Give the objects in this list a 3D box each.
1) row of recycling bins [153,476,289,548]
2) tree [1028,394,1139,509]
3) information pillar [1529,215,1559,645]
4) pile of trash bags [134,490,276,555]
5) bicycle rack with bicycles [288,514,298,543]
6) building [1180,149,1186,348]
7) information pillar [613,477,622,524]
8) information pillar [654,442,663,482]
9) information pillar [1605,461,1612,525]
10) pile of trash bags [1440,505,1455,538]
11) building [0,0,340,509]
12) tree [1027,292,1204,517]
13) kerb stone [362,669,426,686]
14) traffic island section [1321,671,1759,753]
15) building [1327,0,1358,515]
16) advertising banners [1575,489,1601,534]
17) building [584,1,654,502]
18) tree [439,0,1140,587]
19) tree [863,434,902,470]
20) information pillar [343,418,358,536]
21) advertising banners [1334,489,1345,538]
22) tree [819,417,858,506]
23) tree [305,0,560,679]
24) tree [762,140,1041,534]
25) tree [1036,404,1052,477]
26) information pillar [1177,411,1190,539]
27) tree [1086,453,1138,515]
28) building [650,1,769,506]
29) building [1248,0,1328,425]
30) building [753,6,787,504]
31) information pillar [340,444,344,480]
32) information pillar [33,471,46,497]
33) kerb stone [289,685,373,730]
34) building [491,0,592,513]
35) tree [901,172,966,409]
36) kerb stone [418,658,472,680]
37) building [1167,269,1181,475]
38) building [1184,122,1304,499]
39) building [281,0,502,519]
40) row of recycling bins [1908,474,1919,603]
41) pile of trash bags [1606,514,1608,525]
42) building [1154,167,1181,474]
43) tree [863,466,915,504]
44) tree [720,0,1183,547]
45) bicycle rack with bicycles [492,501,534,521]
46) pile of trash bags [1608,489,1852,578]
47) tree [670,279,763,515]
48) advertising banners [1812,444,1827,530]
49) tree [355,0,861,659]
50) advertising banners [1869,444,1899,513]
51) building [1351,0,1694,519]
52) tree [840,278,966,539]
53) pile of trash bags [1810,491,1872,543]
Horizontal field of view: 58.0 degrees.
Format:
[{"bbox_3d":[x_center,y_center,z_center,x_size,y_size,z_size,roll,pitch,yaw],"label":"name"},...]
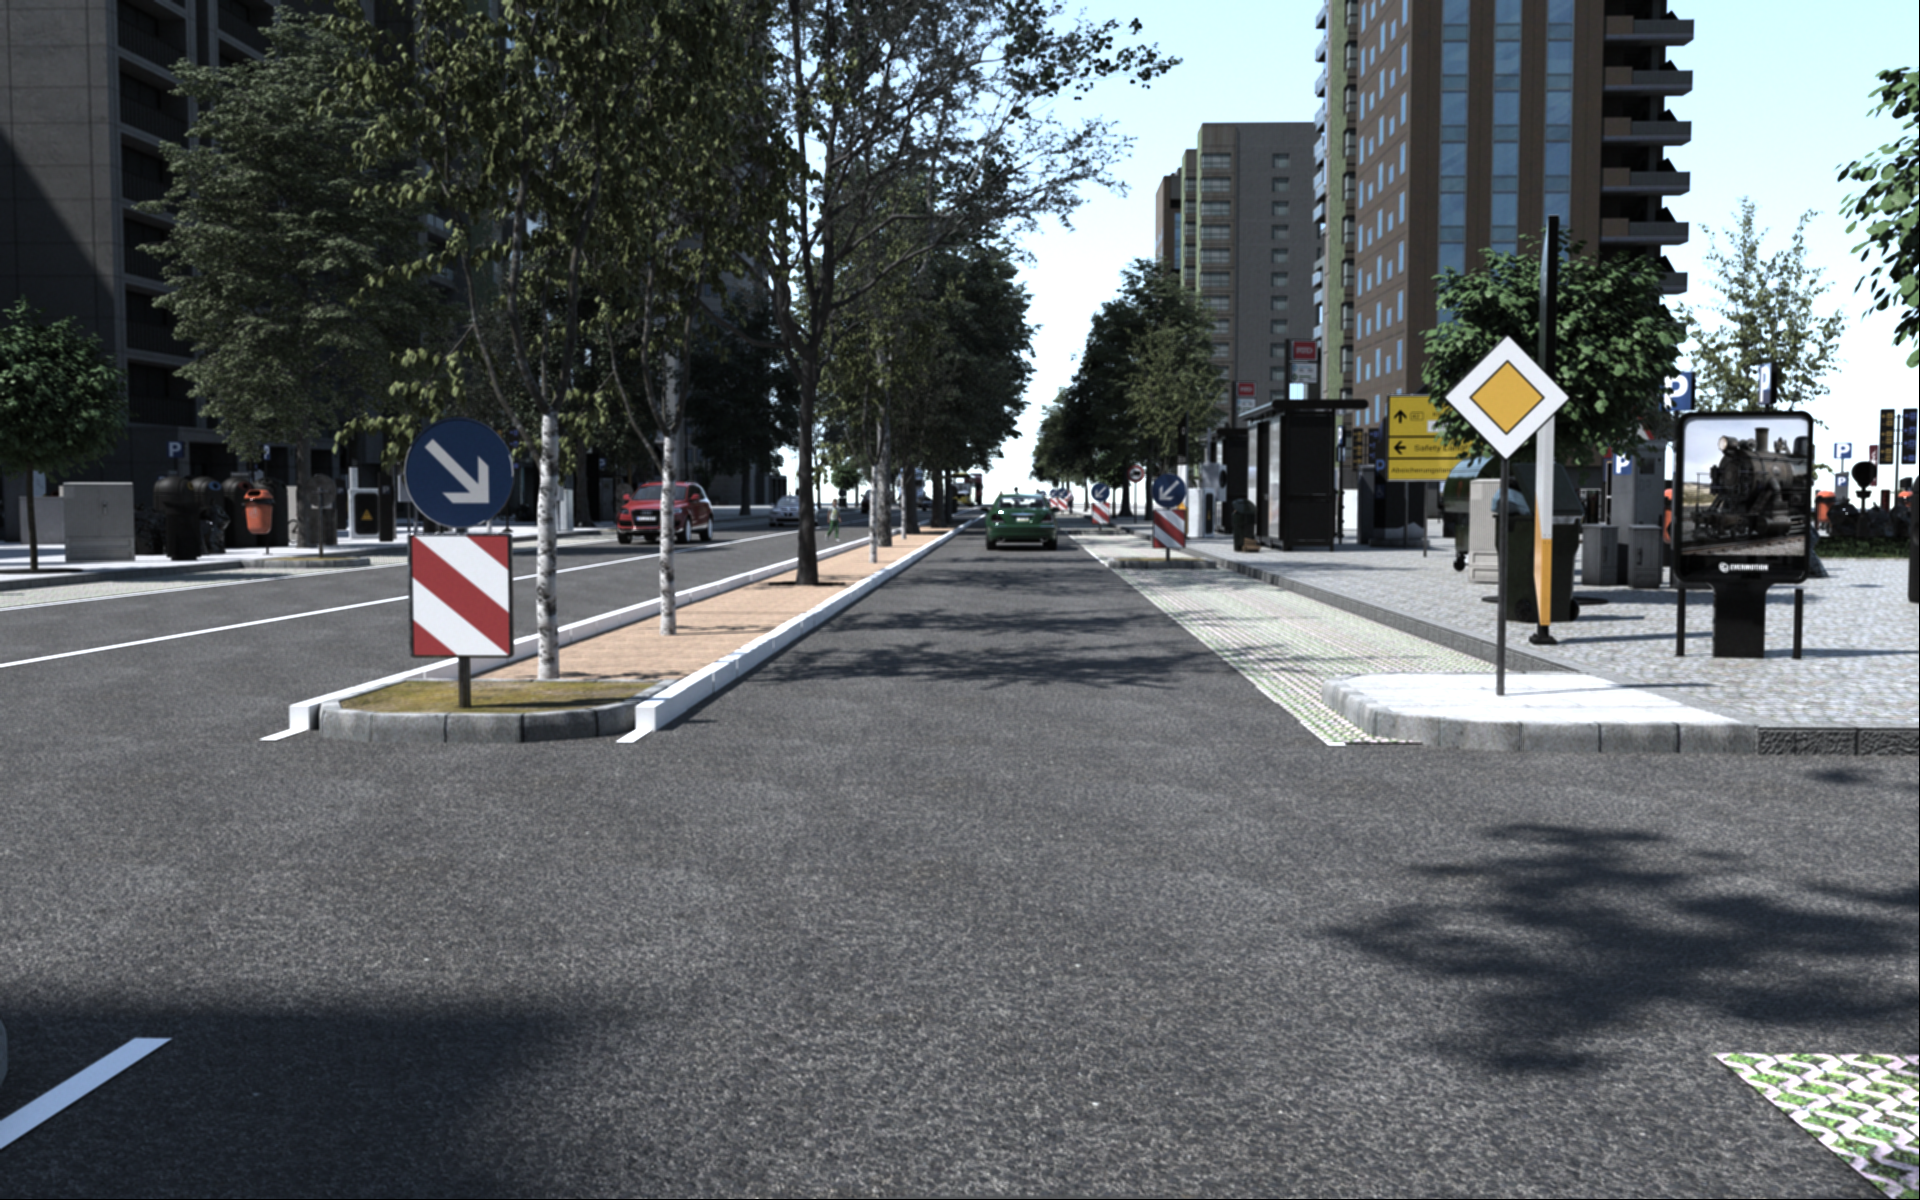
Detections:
[{"bbox_3d":[-17.625,-2.092,41.325,1.069,1.692,3.534,2,4,27],"label":"row of recycling bins"},{"bbox_3d":[10.961,-13.176,149.841,8.767,10.594,7.601,-1,4,-18],"label":"tree"},{"bbox_3d":[5.024,-1.437,14.856,0.183,3.616,0.504,1,4,11],"label":"information pillar"},{"bbox_3d":[-16.111,-1.652,36.767,3.447,1.369,1.912,1,4,12],"label":"pile of trash bags"},{"bbox_3d":[-17.887,-1.969,45.576,2.852,0.926,2.925,1,4,8],"label":"bicycle rack with bicycles"},{"bbox_3d":[33.263,-32.047,207.569,14.154,41.232,14.086,0,4,2],"label":"building"},{"bbox_3d":[-14.910,-4.340,75.456,0.304,2.012,0.304,-2,4,-34],"label":"information pillar"},{"bbox_3d":[-13.553,-5.290,77.846,0.504,3.616,0.183,3,4,36],"label":"information pillar"},{"bbox_3d":[14.682,-2.098,38.793,0.304,2.012,0.304,-1,4,-12],"label":"information pillar"},{"bbox_3d":[15.113,-2.532,51.149,1.912,1.369,3.447,0,4,-5],"label":"pile of trash bags"},{"bbox_3d":[-38.020,-38.704,71.060,20.563,71.187,20.611,0,4,2],"label":"building"},{"bbox_3d":[9.569,-11.100,98.485,9.611,12.733,9.660,0,3,0],"label":"tree"},{"bbox_3d":[-3.953,0.622,12.022,0.120,0.150,1.000,0,4,2],"label":"kerb stone"},{"bbox_3d":[3.462,0.687,11.043,2.009,0.180,2.903,0,4,2],"label":"traffic island section"},{"bbox_3d":[29.866,-25.962,108.066,14.154,41.232,14.086,0,4,2],"label":"building"},{"bbox_3d":[18.825,-3.479,53.063,2.074,3.025,0.090,-1,4,-22],"label":"advertising banners"},{"bbox_3d":[-32.992,-29.892,138.849,14.600,45.320,14.200,0,4,2],"label":"building"},{"bbox_3d":[-2.423,-6.977,26.903,12.009,13.543,11.850,0,3,0],"label":"tree"},{"bbox_3d":[-9.227,-16.346,201.675,8.767,10.594,7.601,2,4,29],"label":"tree"},{"bbox_3d":[-18.766,-3.806,53.576,0.183,3.616,0.504,0,4,3],"label":"information pillar"},{"bbox_3d":[10.988,-3.350,50.955,0.090,3.025,2.074,0,4,-3],"label":"advertising banners"},{"bbox_3d":[-11.129,-16.042,180.405,7.486,12.596,7.792,0,3,0],"label":"tree"},{"bbox_3d":[-3.045,-3.660,12.663,4.737,8.622,4.395,0,3,0],"label":"tree"},{"bbox_3d":[-1.766,-9.332,61.686,9.857,13.997,8.962,0,3,0],"label":"tree"},{"bbox_3d":[11.215,-16.068,180.841,7.486,12.596,7.792,0,3,0],"label":"tree"},{"bbox_3d":[6.323,-3.531,49.079,0.183,3.616,0.504,-2,4,-23],"label":"information pillar"},{"bbox_3d":[9.684,-7.632,108.502,4.285,4.588,4.351,0,3,0],"label":"tree"},{"bbox_3d":[-34.451,-40.131,198.148,21.231,58.520,28.212,0,4,2],"label":"building"},{"bbox_3d":[35.165,-49.963,129.573,22.319,86.520,31.000,0,4,2],"label":"building"},{"bbox_3d":[-33.160,-47.953,222.287,20.563,71.187,20.611,0,4,2],"label":"building"},{"bbox_3d":[-26.002,-5.001,73.115,0.504,3.616,0.183,3,5,44],"label":"information pillar"},{"bbox_3d":[-30.534,-4.033,57.294,0.183,3.616,0.504,3,5,41],"label":"information pillar"},{"bbox_3d":[-3.989,0.685,10.997,0.120,0.150,1.000,0,4,2],"label":"kerb stone"},{"bbox_3d":[-38.032,-30.397,116.603,23.786,49.044,30.456,0,4,2],"label":"building"},{"bbox_3d":[-1.826,-5.071,35.724,4.737,8.622,4.395,0,3,0],"label":"tree"},{"bbox_3d":[-3.916,0.560,13.051,0.120,0.150,1.000,0,4,2],"label":"kerb stone"},{"bbox_3d":[33.307,-27.550,222.151,14.160,30.474,14.107,0,4,2],"label":"building"},{"bbox_3d":[33.182,-31.186,193.478,14.154,41.232,14.086,0,4,2],"label":"building"},{"bbox_3d":[-34.207,-25.114,94.211,14.154,41.232,14.086,0,4,2],"label":"building"},{"bbox_3d":[12.900,-0.777,19.825,3.534,1.692,1.069,1,4,21],"label":"row of recycling bins"},{"bbox_3d":[13.680,-1.392,32.510,1.912,1.369,3.447,-2,4,-32],"label":"pile of trash bags"},{"bbox_3d":[34.034,-35.889,236.899,14.600,45.320,14.200,0,4,2],"label":"building"},{"bbox_3d":[-9.061,-19.412,234.397,9.611,12.733,9.660,0,3,0],"label":"tree"},{"bbox_3d":[-0.868,-11.437,45.349,12.611,20.169,13.585,0,3,0],"label":"tree"},{"bbox_3d":[-21.877,-4.378,84.955,2.925,0.926,2.852,0,4,-2],"label":"bicycle rack with bicycles"},{"bbox_3d":[12.182,-1.096,27.667,1.912,1.369,3.447,-1,4,-9],"label":"pile of trash bags"},{"bbox_3d":[-12.969,-12.077,104.109,9.857,13.997,8.962,0,3,0],"label":"tree"},{"bbox_3d":[30.438,-3.989,61.404,0.090,3.025,2.074,3,5,43],"label":"advertising banners"},{"bbox_3d":[-2.984,-3.955,17.491,4.737,8.622,4.395,0,3,0],"label":"tree"},{"bbox_3d":[32.383,-3.937,60.556,0.090,3.025,2.074,0,4,-5],"label":"advertising banners"},{"bbox_3d":[29.797,-27.138,93.819,14.600,45.320,14.200,0,4,2],"label":"building"},{"bbox_3d":[-1.774,-6.212,54.386,4.360,8.622,3.978,0,3,0],"label":"tree"},{"bbox_3d":[25.417,-2.404,49.051,1.912,1.369,3.447,-1,4,-10],"label":"pile of trash bags"}]
